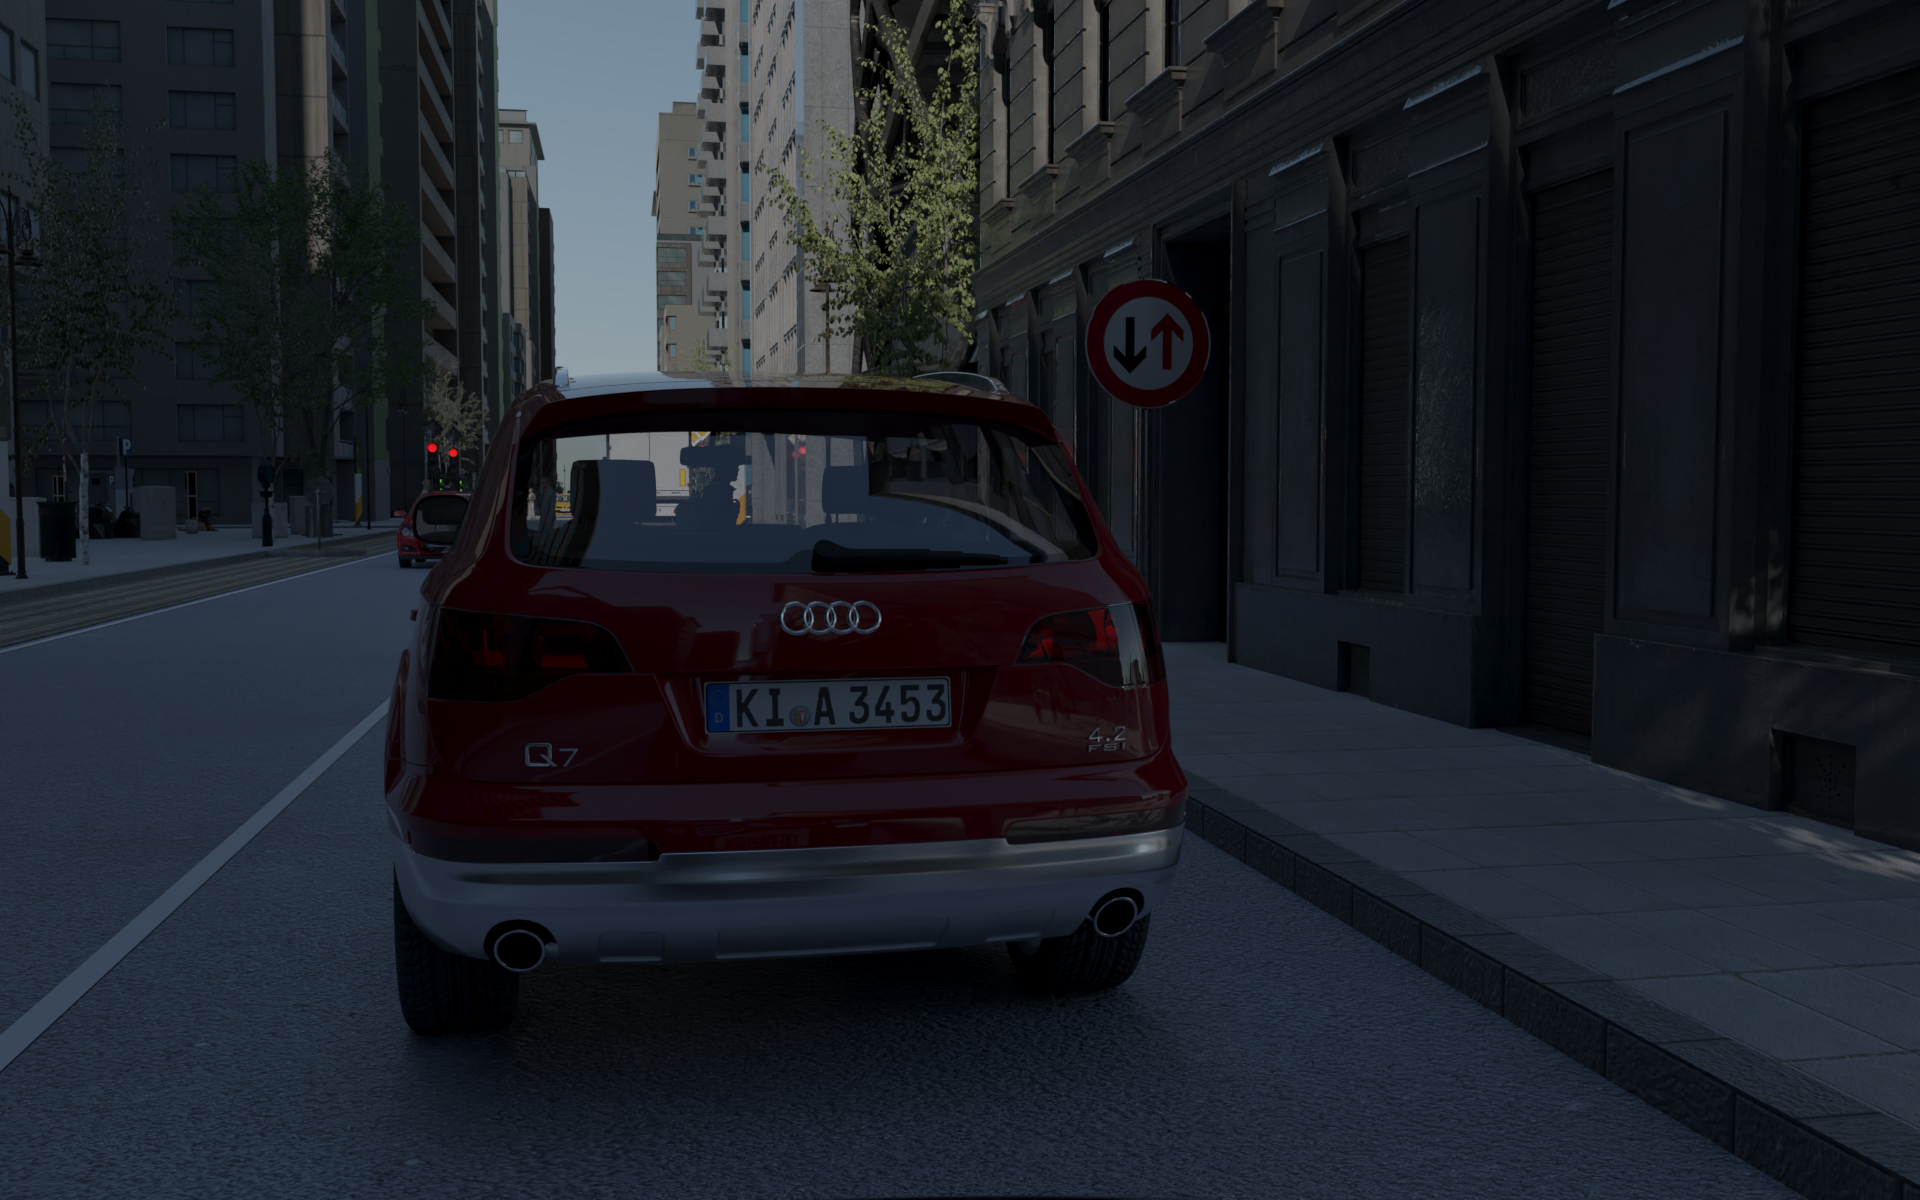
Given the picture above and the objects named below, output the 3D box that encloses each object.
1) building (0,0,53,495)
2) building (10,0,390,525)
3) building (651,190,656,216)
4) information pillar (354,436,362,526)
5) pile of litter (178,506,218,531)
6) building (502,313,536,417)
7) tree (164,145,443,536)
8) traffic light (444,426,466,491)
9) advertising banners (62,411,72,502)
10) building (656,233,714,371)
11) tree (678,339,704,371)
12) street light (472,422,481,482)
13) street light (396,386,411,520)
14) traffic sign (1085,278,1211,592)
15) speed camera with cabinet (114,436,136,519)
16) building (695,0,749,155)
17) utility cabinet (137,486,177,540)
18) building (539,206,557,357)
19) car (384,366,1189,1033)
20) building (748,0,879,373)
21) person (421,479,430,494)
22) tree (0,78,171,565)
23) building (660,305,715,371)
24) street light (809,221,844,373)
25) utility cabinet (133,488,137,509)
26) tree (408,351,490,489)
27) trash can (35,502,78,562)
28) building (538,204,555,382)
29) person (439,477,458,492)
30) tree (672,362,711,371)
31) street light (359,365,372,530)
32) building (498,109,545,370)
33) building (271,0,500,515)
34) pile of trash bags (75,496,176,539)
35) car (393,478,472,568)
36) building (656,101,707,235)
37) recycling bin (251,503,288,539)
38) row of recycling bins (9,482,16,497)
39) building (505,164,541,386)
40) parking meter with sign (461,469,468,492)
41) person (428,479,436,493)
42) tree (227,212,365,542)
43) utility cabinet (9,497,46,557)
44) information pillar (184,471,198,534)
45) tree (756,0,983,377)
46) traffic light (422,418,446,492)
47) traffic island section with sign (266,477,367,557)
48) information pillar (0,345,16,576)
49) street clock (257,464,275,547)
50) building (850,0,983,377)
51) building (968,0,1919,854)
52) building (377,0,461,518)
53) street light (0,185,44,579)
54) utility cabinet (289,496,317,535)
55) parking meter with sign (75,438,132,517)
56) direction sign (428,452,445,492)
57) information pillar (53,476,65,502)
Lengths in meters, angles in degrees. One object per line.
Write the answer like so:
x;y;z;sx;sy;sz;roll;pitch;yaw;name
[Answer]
-42.056;-27.832;44.285;27.495;52.752;28.713;-1;4;-11;building
-33.708;-24.013;76.207;14.154;41.232;14.086;-1;4;-11;building
-37.180;-43.034;292.848;28.713;52.752;27.495;-1;4;-11;building
-24.536;-4.846;70.586;0.183;3.616;0.504;0;4;4;information pillar
-26.365;-2.812;59.947;1.176;0.858;1.719;-3;5;-41;pile of litter
-60.582;-20.895;186.668;27.650;21.520;28.899;-1;4;-11;building
-19.705;-7.776;52.899;9.928;11.665;9.643;0;3;0;tree
-20.982;-5.077;71.926;0.839;4.253;0.868;-1;4;-11;traffic light
-19.414;-2.536;37.656;0.090;3.025;2.074;-2;4;-24;advertising banners
-26.919;-25.855;194.425;14.160;30.474;14.107;-1;4;-11;building
-11.730;-8.017;81.444;4.737;8.622;4.395;0;3;0;tree
-30.096;-8.259;107.829;0.468;5.910;1.993;-1;4;-11;street light
-23.155;-6.079;72.184;0.468;5.910;1.993;-1;4;-11;street light
1.104;-0.625;10.320;0.768;2.556;0.104;-1;4;-10;traffic sign
-28.412;-3.943;58.808;0.660;3.252;2.038;-1;4;-20;speed camera with cabinet
-6.362;-30.468;117.763;23.786;49.044;30.456;-1;4;-11;building
-22.318;-2.419;48.228;0.318;1.500;1.173;1;4;10;utility cabinet
-77.510;-40.544;282.497;23.786;49.044;30.456;-1;4;-11;building
-0.851;0.145;6.307;2.281;1.827;5.304;-1;4;-13;car
-0.103;-14.577;56.357;12.078;24.808;19.932;-1;4;-11;building
-14.840;-2.427;48.055;0.818;1.842;0.514;-2;4;-30;person
-15.871;-4.949;31.281;4.360;8.622;3.978;0;3;0;tree
-15.951;-20.178;174.957;27.650;21.520;28.899;-1;4;-11;building
-2.252;-3.471;29.532;0.468;5.910;1.993;-1;4;-11;street light
-27.194;-3.040;58.387;1.173;1.500;0.318;0;4;0;utility cabinet
-26.509;-8.491;89.189;4.360;8.622;3.978;0;3;0;tree
-17.150;-1.301;32.925;0.748;1.137;0.748;0;3;0;trash can
-68.499;-37.403;261.652;14.600;45.320;14.200;-1;4;-11;building
-14.470;-2.529;49.213;0.648;1.900;0.474;-2;4;-25;person
-14.743;-8.830;94.727;4.360;8.622;3.978;0;3;0;tree
-21.204;-5.455;61.975;0.468;5.910;1.993;-1;4;-11;street light
-72.192;-39.737;238.937;28.713;52.752;27.495;-1;4;-11;building
-41.756;-27.215;128.563;14.154;41.232;14.086;-1;4;-11;building
-24.496;-2.500;50.627;1.912;1.369;3.447;2;4;28;pile of trash bags
-10.328;-1.600;35.193;2.155;1.783;4.494;-1;4;-11;car
-26.074;-35.993;212.188;21.300;48.544;21.600;-1;4;-11;building
-20.065;-2.311;50.334;0.722;1.027;0.722;2;4;29;recycling bin
-26.214;-2.320;45.044;1.069;1.692;3.534;1;4;19;row of recycling bins
-58.029;-32.099;208.411;14.154;41.232;14.086;-1;4;-11;building
-33.916;-7.474;118.453;0.543;3.016;1.738;-2;4;-24;parking meter with sign
-15.180;-2.502;49.210;0.447;1.846;0.655;1;4;9;person
-18.092;-5.822;45.547;4.360;8.622;3.978;0;3;0;tree
-19.190;-1.478;35.325;1.020;1.237;0.306;0;4;2;utility cabinet
-24.788;-3.140;55.838;0.304;2.012;0.304;-3;5;-41;information pillar
-0.518;-4.601;25.591;4.737;8.622;4.395;0;3;0;tree
-19.460;-4.597;64.087;0.839;4.253;0.868;-1;4;-11;traffic light
-14.808;-1.916;39.962;1.989;1.847;2.006;-1;4;-11;traffic island section with sign
-15.101;-2.184;27.060;0.183;3.616;0.504;2;4;25;information pillar
-16.920;-2.305;42.264;0.358;2.002;0.471;0;4;2;street clock
5.841;-10.472;38.665;16.820;18.784;16.811;-1;4;-11;building
6.472;-10.107;14.396;9.793;20.994;18.267;-1;4;-11;building
-41.437;-29.178;100.763;21.300;48.544;21.600;-1;4;-11;building
-14.211;-3.258;26.055;0.468;5.910;1.993;-1;4;-11;street light
-20.691;-2.673;54.862;0.306;1.237;1.020;2;4;35;utility cabinet
-26.810;-3.539;54.124;1.738;3.016;0.543;0;4;7;parking meter with sign
-28.255;-6.210;93.523;0.876;3.537;0.379;-2;4;-32;direction sign
-36.007;-3.960;69.230;0.304;2.012;0.304;2;4;34;information pillar
